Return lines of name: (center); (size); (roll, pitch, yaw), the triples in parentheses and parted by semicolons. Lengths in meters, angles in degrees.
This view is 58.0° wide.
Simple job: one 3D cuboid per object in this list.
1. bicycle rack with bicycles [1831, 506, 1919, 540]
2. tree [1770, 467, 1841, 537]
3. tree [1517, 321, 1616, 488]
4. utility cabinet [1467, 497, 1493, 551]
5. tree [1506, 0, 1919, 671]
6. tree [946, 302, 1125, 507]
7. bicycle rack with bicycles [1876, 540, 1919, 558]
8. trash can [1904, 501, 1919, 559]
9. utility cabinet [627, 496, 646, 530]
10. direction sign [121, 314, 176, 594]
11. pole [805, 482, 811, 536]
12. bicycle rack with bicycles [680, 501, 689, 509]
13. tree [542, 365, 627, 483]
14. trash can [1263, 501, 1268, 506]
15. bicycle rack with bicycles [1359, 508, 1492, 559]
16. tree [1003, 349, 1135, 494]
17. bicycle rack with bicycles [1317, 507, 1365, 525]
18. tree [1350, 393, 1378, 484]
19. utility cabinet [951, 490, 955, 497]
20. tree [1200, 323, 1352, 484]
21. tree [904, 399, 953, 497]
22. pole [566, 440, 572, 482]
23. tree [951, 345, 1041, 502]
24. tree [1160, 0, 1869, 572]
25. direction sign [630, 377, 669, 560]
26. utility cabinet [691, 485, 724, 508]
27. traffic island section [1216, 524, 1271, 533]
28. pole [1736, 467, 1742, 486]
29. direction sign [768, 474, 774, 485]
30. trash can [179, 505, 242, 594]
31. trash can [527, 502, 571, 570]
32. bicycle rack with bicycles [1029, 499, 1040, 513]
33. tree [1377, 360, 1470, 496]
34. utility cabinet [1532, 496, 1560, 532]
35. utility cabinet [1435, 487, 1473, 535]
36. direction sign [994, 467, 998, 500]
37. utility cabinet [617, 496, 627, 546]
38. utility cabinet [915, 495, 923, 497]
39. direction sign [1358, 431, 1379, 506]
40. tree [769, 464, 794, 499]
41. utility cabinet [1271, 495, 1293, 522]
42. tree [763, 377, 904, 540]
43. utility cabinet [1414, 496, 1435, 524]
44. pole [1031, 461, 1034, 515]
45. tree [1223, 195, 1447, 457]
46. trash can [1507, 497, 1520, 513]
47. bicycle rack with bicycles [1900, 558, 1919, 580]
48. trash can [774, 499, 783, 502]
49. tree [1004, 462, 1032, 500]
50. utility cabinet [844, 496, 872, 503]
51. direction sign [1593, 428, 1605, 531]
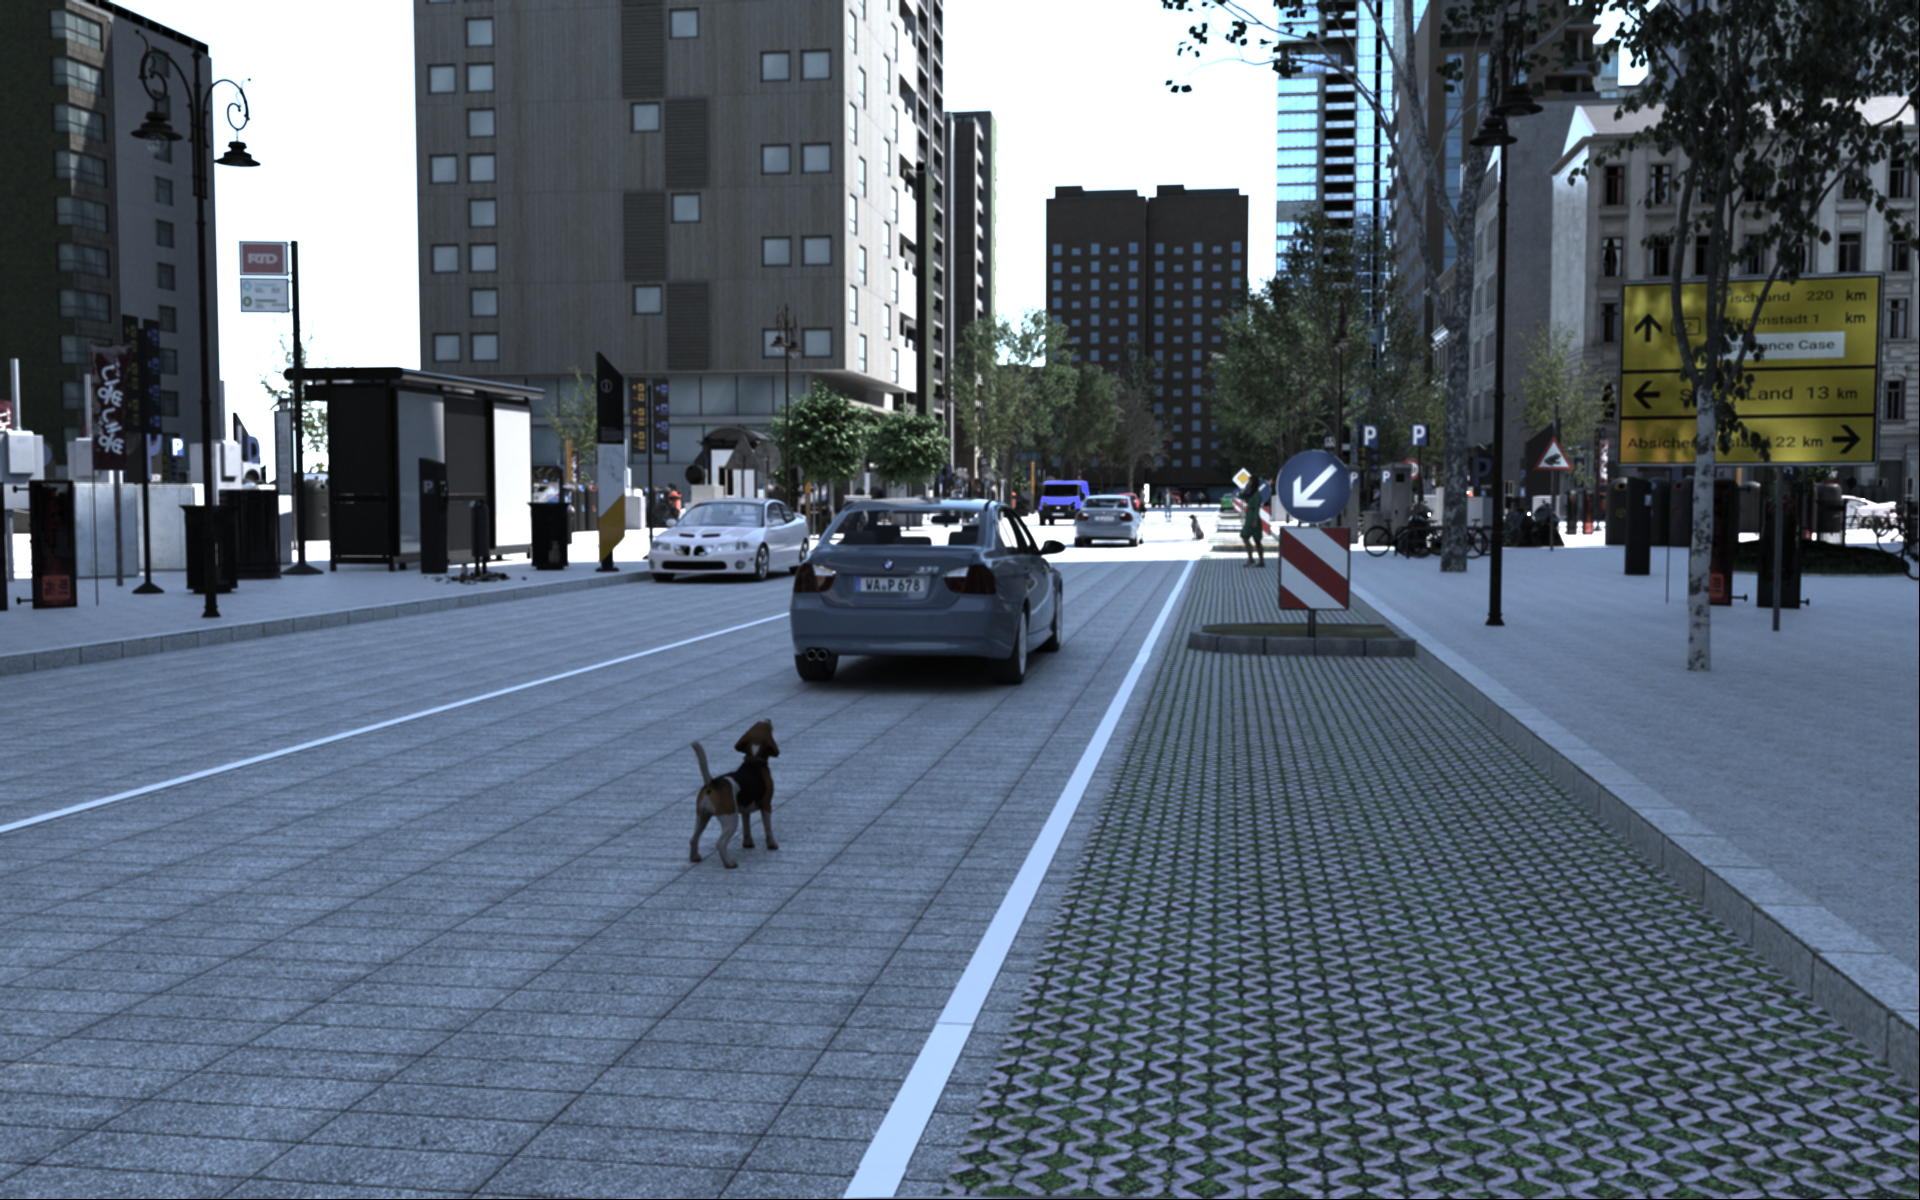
bicycle rack with bicycles: (28.152, -2.405, 52.709); (2.925, 0.926, 2.852); (-1, 4, -16)
tree: (22.189, -3.124, 45.677); (1.663, 3.219, 1.824); (0, 3, 0)
tree: (25.221, -7.493, 72.865); (4.737, 8.622, 4.395); (0, 3, 0)
utility cabinet: (11.777, -1.724, 39.353); (0.306, 1.237, 1.020); (-1, 4, -10)
tree: (5.619, -3.790, 12.326); (4.360, 8.622, 3.978); (0, 3, 0)
tree: (2.822, -10.229, 93.006); (9.928, 11.665, 9.643); (0, 3, 0)
bicycle rack with bicycles: (21.292, -1.413, 36.479); (2.852, 0.926, 2.925); (-3, 5, -41)
trash can: (19.170, -1.394, 34.438); (0.748, 1.137, 0.748); (0, 3, 0)
utility cabinet: (-11.639, -3.092, 61.712); (1.020, 1.237, 0.306); (3, 4, 37)
direction sign: (-10.517, -1.855, 22.333); (0.379, 3.537, 0.876); (0, 4, 2)
pole: (-4.626, -3.598, 52.678); (0.158, 3.312, 0.155); (0, 3, 0)
bicycle rack with bicycles: (-13.159, -4.567, 88.045); (2.852, 0.926, 2.925); (3, 4, 39)
tree: (-20.723, -8.915, 96.126); (4.737, 8.622, 4.395); (0, 3, 0)
trash can: (19.070, -5.846, 107.235); (0.748, 1.137, 0.748); (0, 3, 0)
bicycle rack with bicycles: (9.699, -1.334, 35.201); (2.925, 0.926, 2.852); (0, 4, 8)
tree: (6.434, -10.898, 112.596); (8.767, 10.594, 7.601); (2, 4, 24)
bicycle rack with bicycles: (11.299, -2.176, 48.955); (2.925, 0.926, 2.852); (0, 4, -5)
tree: (29.748, -10.440, 121.052); (4.737, 8.622, 4.395); (0, 3, 0)
utility cabinet: (-0.122, -5.957, 106.083); (0.318, 1.500, 1.173); (-3, 4, -38)
tree: (20.931, -12.656, 113.573); (9.857, 13.997, 8.962); (0, 3, 0)
tree: (-1.892, -4.670, 60.063); (4.285, 4.588, 4.351); (0, 3, 0)
pole: (-14.680, -4.357, 65.073); (0.158, 3.312, 0.155); (0, 3, 0)
tree: (1.810, -8.219, 84.735); (4.737, 8.622, 4.395); (0, 3, 0)
tree: (8.332, -10.621, 29.535); (12.611, 20.169, 13.585); (0, 3, 0)
direction sign: (-6.060, -2.563, 33.902); (0.379, 3.537, 0.876); (3, 5, 45)
utility cabinet: (-5.995, -1.991, 41.238); (0.318, 1.500, 1.173); (-2, 4, -35)
traffic island section: (10.731, -2.648, 65.569); (2.009, 0.180, 2.903); (1, 4, 9)
pole: (34.374, -5.052, 76.449); (0.158, 3.312, 0.155); (0, 3, 0)
direction sign: (-9.538, -5.859, 87.793); (0.876, 3.537, 0.379); (-2, 4, -29)
trash can: (-9.690, -0.658, 22.417); (0.748, 1.137, 0.748); (0, 3, 0)
trash can: (-6.955, -1.082, 29.350); (0.748, 1.137, 0.748); (0, 3, 0)
bicycle rack with bicycles: (6.901, -7.655, 138.538); (2.925, 0.926, 2.852); (3, 4, 38)
tree: (24.923, -8.733, 93.150); (4.737, 8.622, 4.395); (0, 3, 0)
utility cabinet: (18.998, -2.754, 56.192); (0.306, 1.237, 1.020); (-1, 4, -19)
utility cabinet: (15.489, -2.792, 54.330); (1.173, 1.500, 0.318); (-1, 4, -18)
direction sign: (2.970, -9.261, 143.411); (0.379, 3.537, 0.876); (-1, 4, -15)
utility cabinet: (-8.569, -1.932, 42.742); (0.306, 1.237, 1.020); (0, 4, 5)
utility cabinet: (-2.229, -5.028, 93.369); (0.306, 1.237, 1.020); (1, 4, 14)
direction sign: (14.638, -4.291, 62.163); (0.876, 3.537, 0.379); (-2, 4, -23)
tree: (-9.794, -6.515, 101.128); (1.663, 3.219, 1.824); (0, 3, 0)
utility cabinet: (14.677, -4.144, 78.916); (1.020, 1.237, 0.306); (-2, 4, -24)
tree: (-3.841, -3.974, 48.689); (4.285, 4.588, 4.351); (0, 3, 0)
utility cabinet: (19.854, -3.819, 73.607); (1.020, 1.237, 0.306); (0, 4, -2)
pole: (4.536, -6.994, 108.199); (0.158, 3.312, 0.155); (0, 3, 0)
tree: (11.749, -7.343, 54.473); (7.601, 10.594, 8.767); (1, 4, 19)
trash can: (27.830, -4.605, 86.947); (0.748, 1.137, 0.748); (0, 3, 0)
bicycle rack with bicycles: (15.470, -0.698, 24.793); (2.852, 0.926, 2.925); (-1, 4, -9)
trash can: (-5.091, -2.120, 46.320); (0.748, 1.137, 0.748); (0, 3, 0)
tree: (3.435, -6.547, 101.637); (1.663, 3.219, 1.824); (0, 3, 0)
utility cabinet: (-3.798, -3.261, 64.476); (1.020, 1.237, 0.306); (0, 4, -5)
direction sign: (21.952, -4.128, 59.492); (0.379, 3.537, 0.876); (0, 4, 0)
